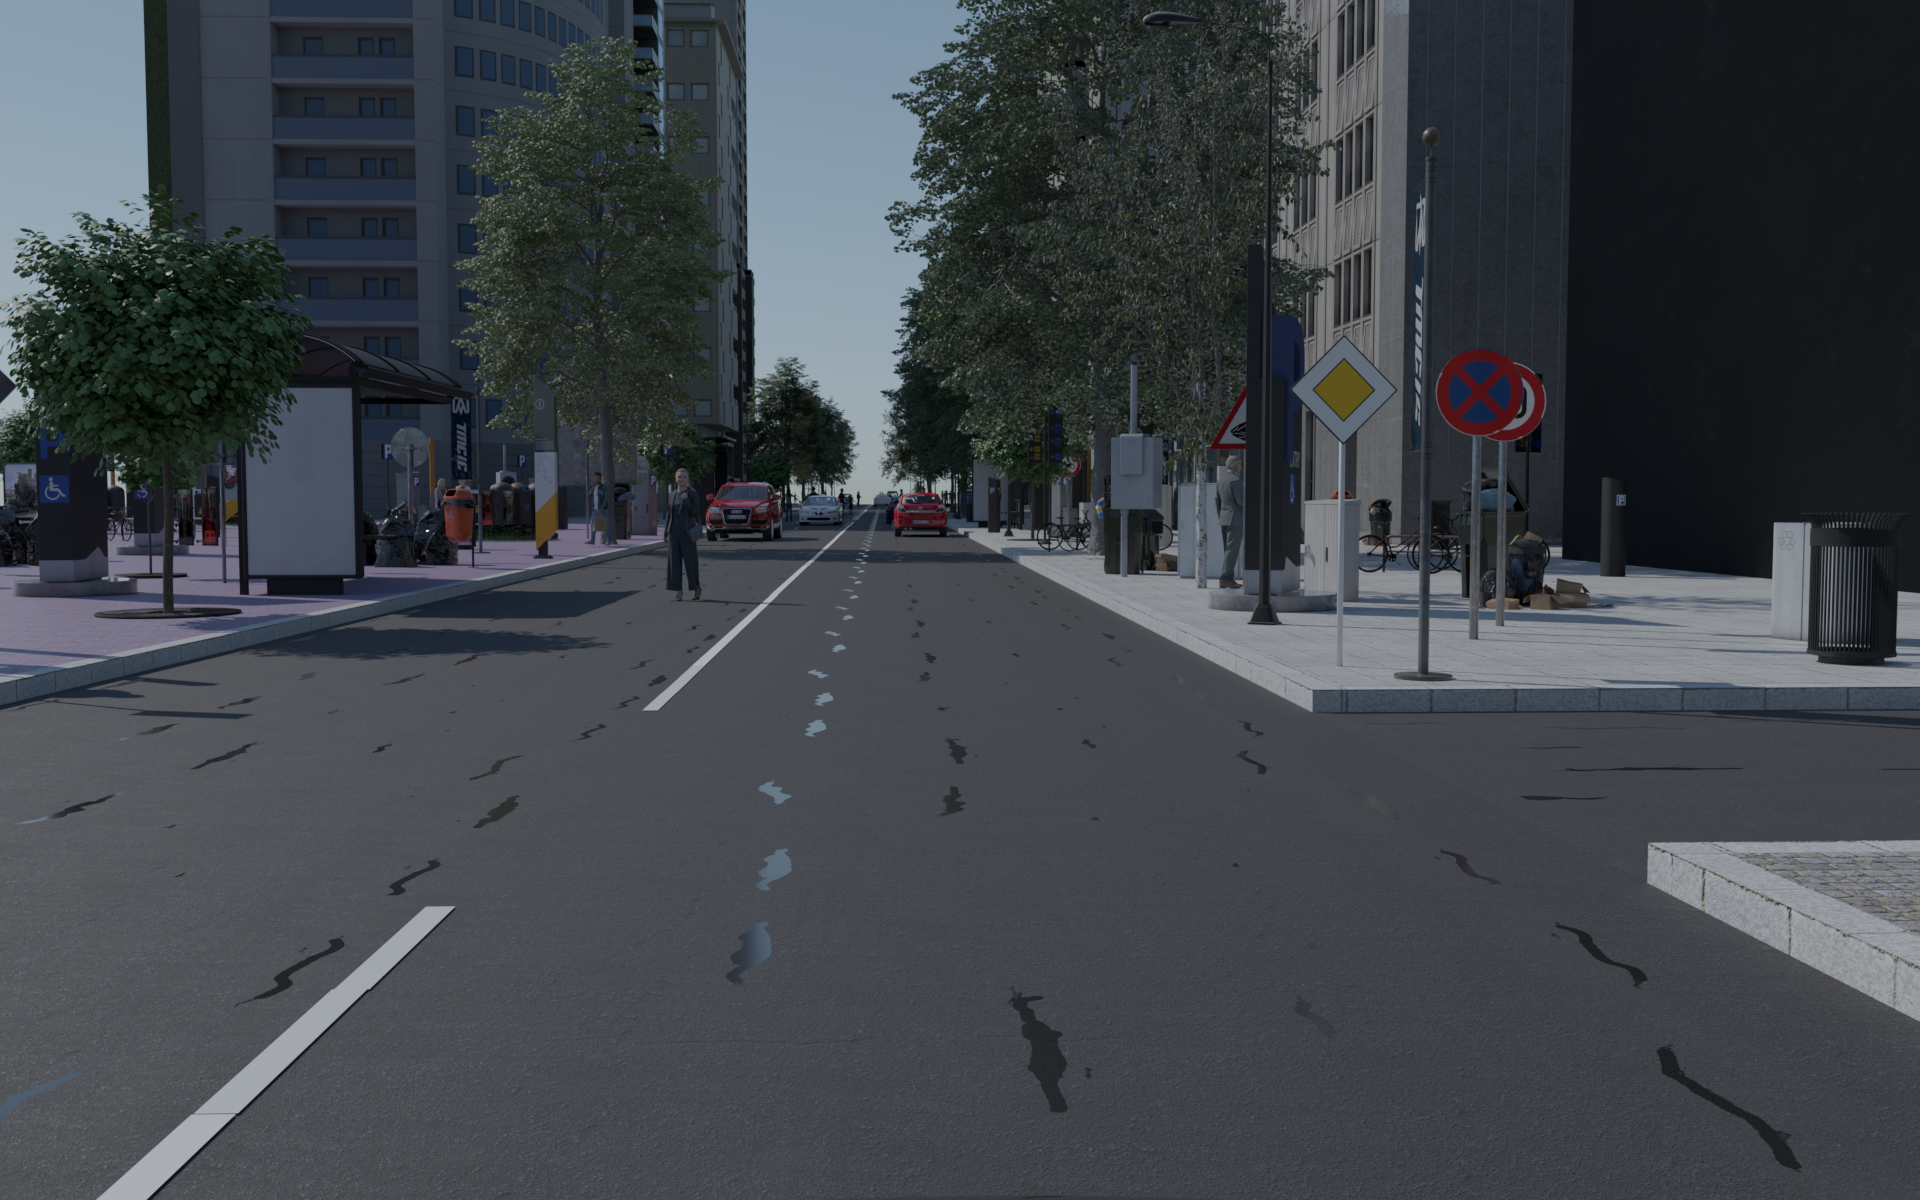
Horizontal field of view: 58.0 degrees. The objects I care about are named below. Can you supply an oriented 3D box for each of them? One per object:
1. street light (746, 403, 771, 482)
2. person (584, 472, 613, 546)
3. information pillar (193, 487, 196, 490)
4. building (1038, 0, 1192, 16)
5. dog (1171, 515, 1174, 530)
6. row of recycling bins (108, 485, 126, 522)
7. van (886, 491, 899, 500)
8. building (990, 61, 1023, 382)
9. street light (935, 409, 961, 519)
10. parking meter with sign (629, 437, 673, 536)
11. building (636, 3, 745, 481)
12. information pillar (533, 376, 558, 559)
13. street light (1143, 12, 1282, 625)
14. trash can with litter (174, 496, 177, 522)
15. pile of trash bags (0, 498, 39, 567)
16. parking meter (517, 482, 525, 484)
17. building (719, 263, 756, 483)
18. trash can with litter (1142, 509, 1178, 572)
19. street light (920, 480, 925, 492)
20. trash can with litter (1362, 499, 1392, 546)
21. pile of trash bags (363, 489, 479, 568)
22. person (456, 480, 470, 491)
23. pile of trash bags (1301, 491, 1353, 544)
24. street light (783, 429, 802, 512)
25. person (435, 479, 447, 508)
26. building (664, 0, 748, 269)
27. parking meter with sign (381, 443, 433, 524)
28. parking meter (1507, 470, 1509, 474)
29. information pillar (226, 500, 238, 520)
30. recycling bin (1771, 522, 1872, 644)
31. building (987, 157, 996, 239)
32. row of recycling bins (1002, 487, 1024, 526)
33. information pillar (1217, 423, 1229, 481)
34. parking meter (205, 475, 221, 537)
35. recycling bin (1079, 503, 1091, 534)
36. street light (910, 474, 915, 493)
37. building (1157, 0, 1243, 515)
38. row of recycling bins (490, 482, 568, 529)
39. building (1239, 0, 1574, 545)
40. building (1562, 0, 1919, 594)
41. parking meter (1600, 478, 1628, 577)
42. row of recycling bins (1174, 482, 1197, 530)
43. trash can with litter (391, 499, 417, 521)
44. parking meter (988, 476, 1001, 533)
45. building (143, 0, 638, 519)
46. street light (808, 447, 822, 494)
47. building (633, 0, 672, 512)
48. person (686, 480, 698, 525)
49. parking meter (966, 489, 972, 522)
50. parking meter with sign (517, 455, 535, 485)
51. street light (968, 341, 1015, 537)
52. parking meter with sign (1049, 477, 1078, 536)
[{"bbox_3d":[-10.362,-7.104,88.695,1.470,5.913,1.316,0,4,-3],"label":"street light"},{"bbox_3d":[-8.870,-2.241,42.667,0.713,1.824,0.794,-3,4,-37],"label":"person"},{"bbox_3d":[-35.591,-5.433,80.184,0.504,3.616,0.183,1,4,22],"label":"information pillar"},{"bbox_3d":[20.813,-33.772,141.406,28.713,52.752,27.495,0,4,-3],"label":"building"},{"bbox_3d":[7.638,-2.947,62.563,0.800,0.831,0.513,1,4,19],"label":"dog"},{"bbox_3d":[-40.068,-4.423,79.432,1.069,1.692,3.534,2,4,31],"label":"row of recycling bins"},{"bbox_3d":[-8.203,-12.403,209.797,2.013,2.044,4.112,0,4,-3],"label":"van"},{"bbox_3d":[18.432,-37.532,202.888,28.713,52.752,27.495,0,4,-3],"label":"building"},{"bbox_3d":[-0.793,-7.395,93.447,1.470,5.913,1.316,0,4,-3],"label":"street light"},{"bbox_3d":[-9.753,-3.503,53.535,1.738,3.016,0.543,2,4,24],"label":"parking meter with sign"},{"bbox_3d":[-39.022,-36.851,191.752,28.713,52.752,27.495,0,4,-3],"label":"building"},{"bbox_3d":[-8.211,-2.627,34.303,0.504,3.616,0.183,1,4,21],"label":"information pillar"},{"bbox_3d":[2.463,-2.713,16.894,1.470,5.913,1.316,0,4,-3],"label":"street light"},{"bbox_3d":[-37.446,-4.366,82.449,1.678,1.210,2.233,-3,5,-41],"label":"trash can with litter"},{"bbox_3d":[-17.099,-1.369,32.142,1.912,1.369,3.447,-1,4,-9],"label":"pile of trash bags"},{"bbox_3d":[-21.923,-4.957,86.765,0.255,1.863,0.399,0,4,-1],"label":"parking meter"},{"bbox_3d":[-32.809,-27.041,213.814,14.160,30.474,14.107,0,4,-3],"label":"building"},{"bbox_3d":[3.323,-1.080,29.045,0.624,1.170,1.055,-3,5,-42],"label":"trash can with litter"},{"bbox_3d":[-2.384,-9.552,128.713,1.470,5.913,1.316,0,4,-3],"label":"street light"},{"bbox_3d":[10.280,-1.932,42.976,0.624,1.170,1.055,-1,4,-12],"label":"trash can with litter"},{"bbox_3d":[-9.709,-1.297,30.960,3.447,1.369,1.912,3,5,41],"label":"pile of trash bags"},{"bbox_3d":[-16.225,-3.092,56.474,0.514,1.842,0.818,-1,4,-22],"label":"person"},{"bbox_3d":[8.501,-2.160,45.064,3.447,1.369,1.912,0,4,3],"label":"pile of trash bags"},{"bbox_3d":[-12.011,-9.255,123.867,1.470,5.913,1.316,0,4,-3],"label":"street light"},{"bbox_3d":[-17.314,-3.168,58.027,0.728,1.800,0.709,2,4,32],"label":"person"},{"bbox_3d":[-36.552,-48.410,229.750,20.563,71.187,20.611,0,4,-3],"label":"building"},{"bbox_3d":[-18.938,-3.864,59.444,1.738,3.016,0.543,1,4,19],"label":"parking meter with sign"},{"bbox_3d":[12.110,-2.020,38.742,0.255,1.863,0.399,2,4,27],"label":"parking meter"},{"bbox_3d":[-30.636,-4.981,72.788,0.504,3.616,0.183,0,4,-8],"label":"information pillar"},{"bbox_3d":[7.671,-0.163,15.212,0.722,1.027,0.722,-1,4,-23],"label":"recycling bin"},{"bbox_3d":[14.756,-37.485,232.483,23.786,49.044,30.456,0,4,-3],"label":"building"},{"bbox_3d":[1.994,-3.971,72.042,1.069,1.692,3.534,1,4,11],"label":"row of recycling bins"},{"bbox_3d":[7.781,-3.666,51.295,0.504,3.616,0.183,-3,5,-45],"label":"information pillar"},{"bbox_3d":[-22.214,-2.804,51.550,0.399,1.863,0.255,-2,4,-28],"label":"parking meter"},{"bbox_3d":[3.913,-2.347,50.926,0.722,1.027,0.722,0,4,-5],"label":"recycling bin"},{"bbox_3d":[-4.540,-12.472,176.457,1.470,5.913,1.316,0,4,-3],"label":"street light"},{"bbox_3d":[16.152,-17.016,75.480,12.463,27.353,25.104,0,4,-3],"label":"building"},{"bbox_3d":[-15.526,-3.375,62.291,1.069,1.692,3.534,2,4,30],"label":"row of recycling bins"},{"bbox_3d":[16.606,-14.361,52.829,12.078,24.808,19.932,0,4,-3],"label":"building"},{"bbox_3d":[20.024,-12.107,27.620,15.834,23.373,12.332,0,4,-3],"label":"building"},{"bbox_3d":[10.162,-1.132,26.919,0.372,1.533,0.369,0,3,0],"label":"parking meter"},{"bbox_3d":[8.035,-3.242,60.124,1.069,1.692,3.534,0,4,2],"label":"row of recycling bins"},{"bbox_3d":[-14.355,-1.987,43.881,1.055,1.170,0.624,-2,4,-30],"label":"trash can with litter"},{"bbox_3d":[1.144,-3.161,57.389,0.399,1.863,0.255,2,4,32],"label":"parking meter"},{"bbox_3d":[-31.425,-34.129,100.012,21.231,58.520,28.212,0,4,-3],"label":"building"},{"bbox_3d":[-14.164,-12.184,171.753,1.470,5.913,1.316,0,4,-3],"label":"street light"},{"bbox_3d":[-32.817,-49.908,128.675,22.319,86.520,31.000,0,4,-3],"label":"building"},{"bbox_3d":[-9.716,-3.453,62.836,0.444,1.785,0.601,-2,4,-25],"label":"person"},{"bbox_3d":[0.476,-4.360,79.692,0.372,1.533,0.369,0,3,0],"label":"parking meter"},{"bbox_3d":[-18.611,-4.901,76.389,1.738,3.016,0.543,1,4,19],"label":"parking meter with sign"},{"bbox_3d":[0.931,-4.864,52.070,1.470,5.913,1.316,0,4,-3],"label":"street light"},{"bbox_3d":[3.116,-3.485,53.235,0.543,3.016,1.738,-1,4,-22],"label":"parking meter with sign"}]
